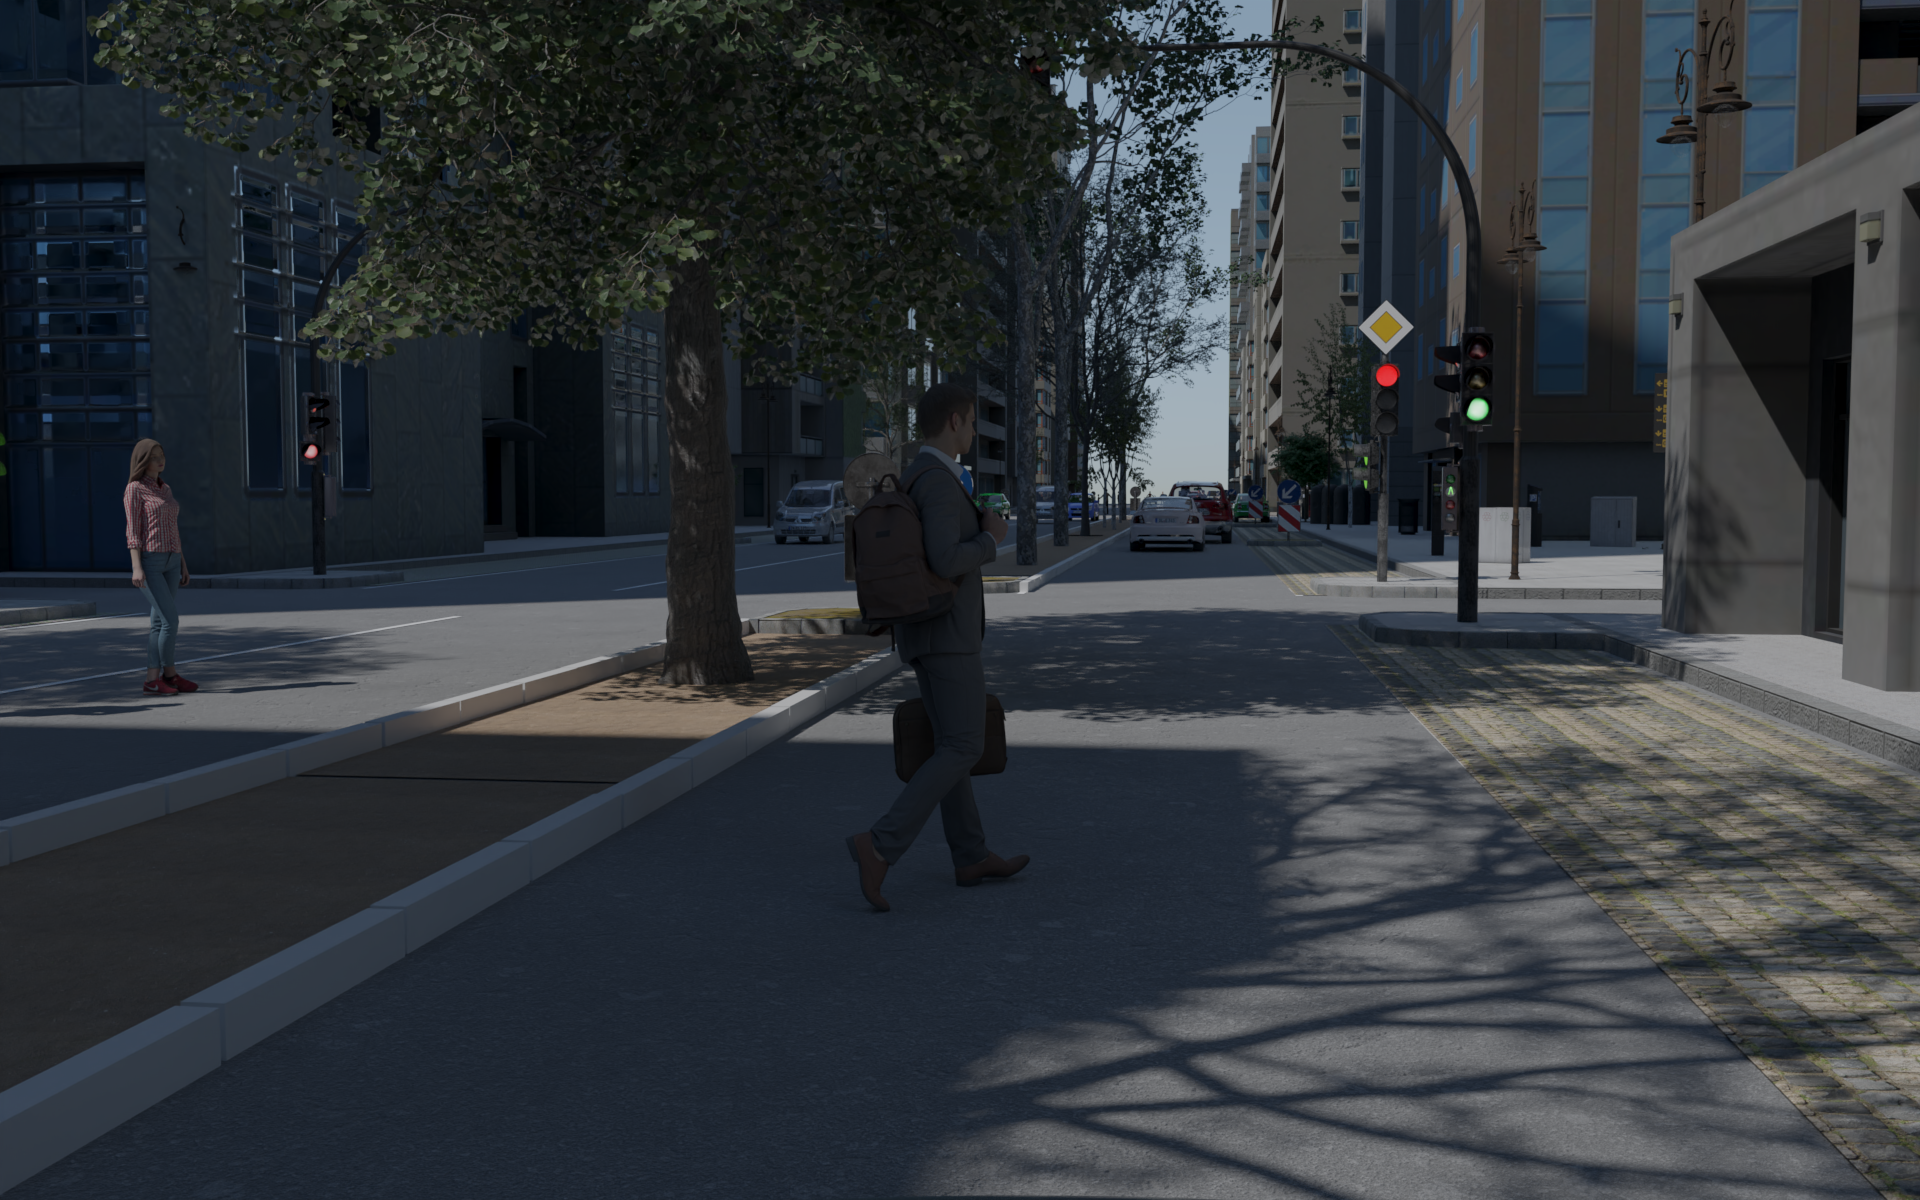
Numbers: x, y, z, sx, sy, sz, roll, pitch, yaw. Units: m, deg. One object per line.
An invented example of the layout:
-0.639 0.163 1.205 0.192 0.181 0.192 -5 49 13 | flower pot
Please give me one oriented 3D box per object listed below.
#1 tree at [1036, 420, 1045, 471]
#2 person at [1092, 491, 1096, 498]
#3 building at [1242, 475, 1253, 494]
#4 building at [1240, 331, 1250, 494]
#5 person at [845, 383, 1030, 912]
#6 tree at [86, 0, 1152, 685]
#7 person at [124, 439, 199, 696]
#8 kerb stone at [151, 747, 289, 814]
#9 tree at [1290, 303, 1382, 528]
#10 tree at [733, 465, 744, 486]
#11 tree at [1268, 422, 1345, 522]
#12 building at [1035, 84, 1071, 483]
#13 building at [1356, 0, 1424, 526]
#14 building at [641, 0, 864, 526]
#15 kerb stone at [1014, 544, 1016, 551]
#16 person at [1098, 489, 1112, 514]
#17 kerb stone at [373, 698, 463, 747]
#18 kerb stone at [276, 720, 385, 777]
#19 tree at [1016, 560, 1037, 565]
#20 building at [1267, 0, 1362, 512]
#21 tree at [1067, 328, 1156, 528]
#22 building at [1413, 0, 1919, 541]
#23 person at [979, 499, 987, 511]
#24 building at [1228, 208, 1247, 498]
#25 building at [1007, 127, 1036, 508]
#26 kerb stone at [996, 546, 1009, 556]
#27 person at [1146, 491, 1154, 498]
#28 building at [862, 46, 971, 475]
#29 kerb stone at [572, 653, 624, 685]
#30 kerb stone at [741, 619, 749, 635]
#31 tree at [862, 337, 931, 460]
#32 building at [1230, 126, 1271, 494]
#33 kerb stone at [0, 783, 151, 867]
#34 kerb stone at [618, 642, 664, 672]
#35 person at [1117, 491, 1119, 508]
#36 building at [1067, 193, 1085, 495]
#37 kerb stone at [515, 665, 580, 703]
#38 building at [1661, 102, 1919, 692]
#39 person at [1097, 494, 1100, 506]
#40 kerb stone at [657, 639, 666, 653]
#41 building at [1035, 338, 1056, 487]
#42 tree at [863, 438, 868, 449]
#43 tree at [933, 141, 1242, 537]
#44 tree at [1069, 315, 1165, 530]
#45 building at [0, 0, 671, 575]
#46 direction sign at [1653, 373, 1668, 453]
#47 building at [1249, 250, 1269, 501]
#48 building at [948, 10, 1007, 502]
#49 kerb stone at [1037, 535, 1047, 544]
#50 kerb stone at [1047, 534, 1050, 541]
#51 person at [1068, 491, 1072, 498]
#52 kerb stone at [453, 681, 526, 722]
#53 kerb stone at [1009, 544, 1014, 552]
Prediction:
6.705 -13.600 172.724 4.737 8.622 4.395 0 3 0 | tree
14.465 -11.058 190.024 1.217 1.735 0.721 -3 4 -37 | person
42.770 -28.657 160.419 32.217 40.220 23.993 0 4 8 | building
46.127 -21.465 195.986 27.650 21.520 28.899 0 4 8 | building
-0.098 0.138 6.213 0.822 1.834 0.622 -2 4 -29 | person
-1.931 -6.335 12.693 9.857 13.997 8.962 0 3 0 | tree
-5.708 -0.232 12.309 0.388 1.821 0.555 0 4 1 | person
-3.510 0.858 8.208 0.120 0.150 1.000 0 4 8 | kerb stone
14.806 -7.066 65.887 4.737 8.622 4.395 0 3 0 | tree
-8.607 -4.027 60.438 1.663 3.219 1.824 0 3 0 | tree
15.746 -5.833 79.076 4.285 4.588 4.351 0 3 0 | tree
0.449 -39.128 228.985 28.713 52.752 27.495 0 4 8 | building
29.445 -32.909 80.056 21.231 58.520 28.212 0 4 8 | building
-12.191 -23.794 72.634 14.154 41.232 14.086 0 4 8 | building
1.281 -1.288 43.257 0.120 0.150 1.000 0 4 8 | kerb stone
10.316 -6.973 122.513 1.348 1.823 0.705 -2 4 -27 | person
-3.226 0.731 10.248 0.120 0.150 1.000 0 4 8 | kerb stone
-3.370 0.796 9.227 0.120 0.150 1.000 0 4 8 | kerb stone
2.427 -10.689 33.109 12.611 20.169 13.585 0 3 0 | tree
30.887 -29.720 109.626 21.300 48.544 21.600 0 4 8 | building
6.984 -7.727 79.162 4.737 8.622 4.395 0 3 0 | tree
21.878 -24.584 52.068 14.600 45.320 14.200 0 4 8 | building
1.361 -4.818 92.779 0.738 1.151 1.012 3 4 39 | person
45.713 -34.567 248.763 14.154 41.232 14.086 0 4 8 | building
-0.496 -29.302 162.681 14.154 41.232 14.086 0 4 8 | building
1.001 -1.159 41.230 0.120 0.150 1.000 0 4 8 | kerb stone
25.526 -13.704 232.501 1.348 1.831 0.705 -2 4 -28 | person
-12.103 -30.495 118.205 23.786 49.044 30.456 0 4 8 | building
-2.823 0.544 13.296 0.120 0.150 1.000 0 4 8 | kerb stone
-2.259 0.296 17.351 0.120 0.150 1.000 0 4 8 | kerb stone
-3.917 -9.731 93.522 7.601 10.594 8.767 0 4 1 | tree
47.598 -37.078 225.832 23.786 49.044 30.456 0 4 8 | building
-3.650 0.918 7.188 0.120 0.150 1.000 0 4 8 | kerb stone
-2.674 0.485 14.311 0.120 0.150 1.000 0 4 8 | kerb stone
15.892 -10.099 174.446 0.721 1.723 1.217 0 4 6 | person
10.533 -36.620 248.840 14.600 45.320 14.200 0 4 8 | building
-2.950 0.606 12.282 0.120 0.150 1.000 0 4 8 | kerb stone
15.467 -34.537 2.938 20.563 71.187 20.611 0 4 8 | building
13.211 -9.402 165.477 0.557 1.426 1.065 1 4 10 | person
-2.538 0.420 15.324 0.120 0.150 1.000 0 4 8 | kerb stone
-2.729 -21.790 201.302 27.650 21.520 28.899 0 4 8 | building
-5.756 -6.122 83.810 4.285 4.588 4.351 0 3 0 | tree
4.229 -8.903 58.393 12.009 13.543 11.850 0 3 0 | tree
6.145 -7.089 68.727 4.360 8.622 3.978 0 3 0 | tree
-20.774 -44.586 41.652 22.319 86.520 31.000 0 4 8 | building
13.403 -2.467 32.326 0.876 3.537 0.379 2 4 29 | direction sign
37.280 -17.741 135.097 27.650 21.520 28.899 0 4 8 | building
-7.816 -31.845 144.362 21.300 48.544 21.600 0 4 8 | building
2.397 -1.786 51.401 0.120 0.150 1.000 0 4 8 | kerb stone
2.532 -1.846 52.414 0.120 0.150 1.000 0 4 8 | kerb stone
11.256 -10.279 177.224 0.621 1.740 0.551 1 4 11 | person
-3.094 0.670 11.270 0.120 0.150 1.000 0 4 8 | kerb stone
1.139 -1.226 42.245 0.120 0.150 1.000 0 4 8 | kerb stone
